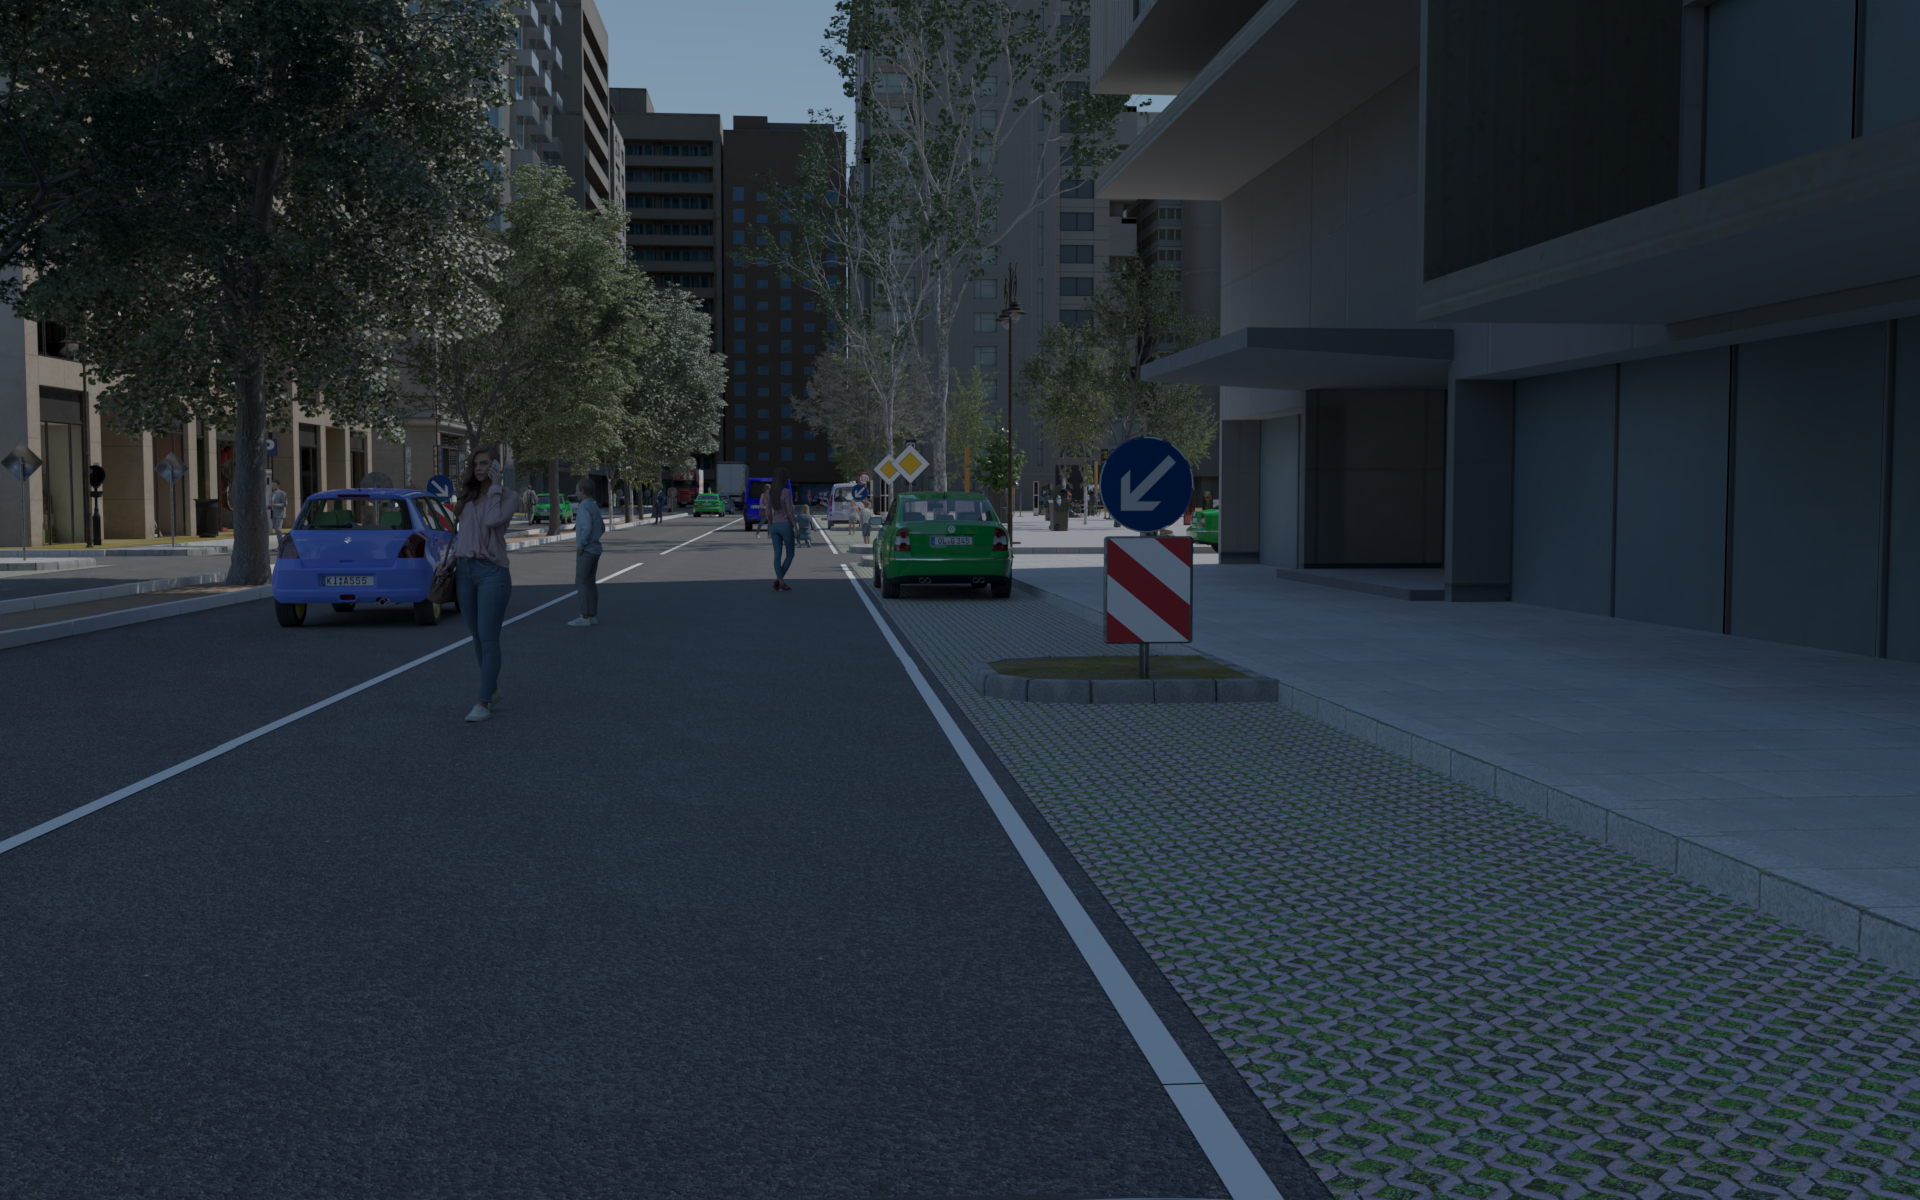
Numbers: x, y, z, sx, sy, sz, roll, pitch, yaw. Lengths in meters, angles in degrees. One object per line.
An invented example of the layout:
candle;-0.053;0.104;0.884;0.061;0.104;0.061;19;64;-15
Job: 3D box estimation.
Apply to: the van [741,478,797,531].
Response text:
van;-7.548;-3.920;68.476;2.240;2.365;5.245;0;4;-6

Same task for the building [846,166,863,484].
building;-6.512;-32.162;209.446;14.086;41.232;14.154;0;4;-5

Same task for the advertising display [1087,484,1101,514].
advertising display;8.548;-6.444;110.574;0.974;1.923;0.123;-2;4;-32

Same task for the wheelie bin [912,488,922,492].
wheelie bin;-2.282;-5.043;90.359;0.693;1.594;0.980;-3;5;-42

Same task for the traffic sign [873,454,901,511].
traffic sign;-1.752;-2.397;42.840;0.795;2.450;0.064;0;4;-5

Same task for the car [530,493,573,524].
car;-19.823;-4.591;83.864;1.959;1.807;4.718;0;4;-7

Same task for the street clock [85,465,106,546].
street clock;-21.528;-2.361;43.166;0.471;2.002;0.358;-2;4;-24

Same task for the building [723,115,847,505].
building;-20.938;-34.163;208.676;14.200;45.320;14.600;0;4;-5

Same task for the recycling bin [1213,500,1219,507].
recycling bin;11.445;-4.018;78.242;0.722;1.027;0.722;-1;4;-11

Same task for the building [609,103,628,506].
building;-42.532;-30.518;182.561;14.086;41.232;14.154;0;4;-5

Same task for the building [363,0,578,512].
building;-41.924;-31.168;129.198;23.786;49.044;30.456;0;4;-5

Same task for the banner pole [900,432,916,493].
banner pole;-2.128;-4.874;69.699;0.863;3.779;0.401;-1;4;-20

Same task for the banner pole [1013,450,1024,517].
banner pole;3.267;-6.576;97.529;0.401;3.779;0.863;3;4;38

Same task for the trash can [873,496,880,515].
trash can;-4.895;-5.650;104.027;0.748;1.137;0.748;0;3;0

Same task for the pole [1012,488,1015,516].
pole;3.172;-6.685;103.149;0.158;3.312;0.155;0;3;0

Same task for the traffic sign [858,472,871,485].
traffic sign;-5.631;-6.243;102.182;0.768;2.556;0.104;0;4;-1

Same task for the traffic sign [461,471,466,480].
traffic sign;-24.870;-5.357;87.699;0.768;2.556;0.104;0;4;-5

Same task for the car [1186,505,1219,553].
car;7.714;-1.951;40.700;4.718;1.807;1.959;0;4;-4

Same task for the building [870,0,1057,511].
building;-0.131;-27.762;137.505;14.154;41.232;14.086;0;4;-5

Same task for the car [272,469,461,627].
car;-6.675;-0.641;20.074;1.945;1.707;3.694;0;4;-7

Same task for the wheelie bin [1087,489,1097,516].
wheelie bin;7.724;-5.770;102.254;0.693;1.594;0.980;0;4;8

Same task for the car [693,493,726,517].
car;-15.621;-6.063;107.920;1.959;1.807;4.718;0;4;-4

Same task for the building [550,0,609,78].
building;-43.210;-32.507;155.196;21.300;48.544;21.600;0;4;-5

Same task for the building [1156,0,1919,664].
building;16.936;-26.297;19.202;28.713;52.752;27.495;0;4;-5

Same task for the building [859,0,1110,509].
building;1.446;-43.799;154.362;20.563;71.187;20.611;0;4;-5

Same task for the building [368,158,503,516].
building;-32.898;-14.914;94.752;10.553;20.767;40.483;0;4;-5

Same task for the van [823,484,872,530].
van;-4.583;-3.896;70.715;2.013;2.044;4.112;0;4;-5

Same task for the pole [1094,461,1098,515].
pole;8.504;-7.002;108.326;0.158;3.312;0.155;0;3;0

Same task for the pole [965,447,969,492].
pole;0.308;-4.979;75.246;0.158;3.312;0.155;0;3;0

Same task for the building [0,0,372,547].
building;-33.617;-15.449;57.101;19.350;26.468;34.151;0;4;-5

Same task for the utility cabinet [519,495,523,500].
utility cabinet;-28.702;-6.439;113.950;0.318;1.500;1.173;0;4;-2

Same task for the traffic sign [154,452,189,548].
traffic sign;-18.773;-2.301;41.264;0.795;2.450;0.064;0;4;-5

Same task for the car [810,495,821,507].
car;-14.573;-10.031;176.582;1.945;1.354;3.894;0;4;-4

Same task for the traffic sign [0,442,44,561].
traffic sign;-18.024;-1.815;33.314;0.795;2.450;0.064;0;4;-5

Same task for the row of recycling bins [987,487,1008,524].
row of recycling bins;1.676;-4.262;76.801;1.069;1.692;3.534;0;4;0

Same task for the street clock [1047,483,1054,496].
street clock;5.983;-6.746;114.863;0.358;2.002;0.471;3;4;36

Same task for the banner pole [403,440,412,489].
banner pole;-25.544;-5.505;80.028;0.863;3.779;0.401;3;5;43

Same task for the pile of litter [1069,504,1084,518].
pile of litter;6.135;-4.878;93.724;1.176;0.858;1.719;0;4;-1

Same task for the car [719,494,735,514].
car;-16.968;-6.779;122.831;2.014;1.417;4.499;0;4;-4

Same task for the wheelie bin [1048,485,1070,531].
wheelie bin;3.451;-3.194;60.125;0.693;1.594;0.980;-1;4;-14

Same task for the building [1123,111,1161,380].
building;29.353;-36.559;217.343;30.456;49.044;23.786;0;4;-5

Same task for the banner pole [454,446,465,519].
banner pole;-26.119;-6.145;90.492;0.863;3.779;0.401;2;4;30

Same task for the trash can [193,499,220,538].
trash can;-22.108;-2.397;50.850;0.748;1.137;0.748;0;3;0

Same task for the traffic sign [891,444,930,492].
traffic sign;-1.003;-1.911;34.890;0.795;2.450;0.064;0;4;-5

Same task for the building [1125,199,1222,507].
building;29.798;-29.840;179.766;23.993;40.220;32.217;0;4;-5

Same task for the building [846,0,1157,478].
building;3.041;-36.111;179.657;28.713;52.752;27.495;0;4;-5

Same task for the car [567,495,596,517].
car;-21.224;-5.164;96.428;2.014;1.417;4.499;0;4;-6

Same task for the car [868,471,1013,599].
car;-0.320;-0.994;25.044;1.959;1.807;4.718;0;4;-5

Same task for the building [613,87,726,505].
building;-39.088;-35.884;210.399;21.600;48.544;21.300;0;4;-5
